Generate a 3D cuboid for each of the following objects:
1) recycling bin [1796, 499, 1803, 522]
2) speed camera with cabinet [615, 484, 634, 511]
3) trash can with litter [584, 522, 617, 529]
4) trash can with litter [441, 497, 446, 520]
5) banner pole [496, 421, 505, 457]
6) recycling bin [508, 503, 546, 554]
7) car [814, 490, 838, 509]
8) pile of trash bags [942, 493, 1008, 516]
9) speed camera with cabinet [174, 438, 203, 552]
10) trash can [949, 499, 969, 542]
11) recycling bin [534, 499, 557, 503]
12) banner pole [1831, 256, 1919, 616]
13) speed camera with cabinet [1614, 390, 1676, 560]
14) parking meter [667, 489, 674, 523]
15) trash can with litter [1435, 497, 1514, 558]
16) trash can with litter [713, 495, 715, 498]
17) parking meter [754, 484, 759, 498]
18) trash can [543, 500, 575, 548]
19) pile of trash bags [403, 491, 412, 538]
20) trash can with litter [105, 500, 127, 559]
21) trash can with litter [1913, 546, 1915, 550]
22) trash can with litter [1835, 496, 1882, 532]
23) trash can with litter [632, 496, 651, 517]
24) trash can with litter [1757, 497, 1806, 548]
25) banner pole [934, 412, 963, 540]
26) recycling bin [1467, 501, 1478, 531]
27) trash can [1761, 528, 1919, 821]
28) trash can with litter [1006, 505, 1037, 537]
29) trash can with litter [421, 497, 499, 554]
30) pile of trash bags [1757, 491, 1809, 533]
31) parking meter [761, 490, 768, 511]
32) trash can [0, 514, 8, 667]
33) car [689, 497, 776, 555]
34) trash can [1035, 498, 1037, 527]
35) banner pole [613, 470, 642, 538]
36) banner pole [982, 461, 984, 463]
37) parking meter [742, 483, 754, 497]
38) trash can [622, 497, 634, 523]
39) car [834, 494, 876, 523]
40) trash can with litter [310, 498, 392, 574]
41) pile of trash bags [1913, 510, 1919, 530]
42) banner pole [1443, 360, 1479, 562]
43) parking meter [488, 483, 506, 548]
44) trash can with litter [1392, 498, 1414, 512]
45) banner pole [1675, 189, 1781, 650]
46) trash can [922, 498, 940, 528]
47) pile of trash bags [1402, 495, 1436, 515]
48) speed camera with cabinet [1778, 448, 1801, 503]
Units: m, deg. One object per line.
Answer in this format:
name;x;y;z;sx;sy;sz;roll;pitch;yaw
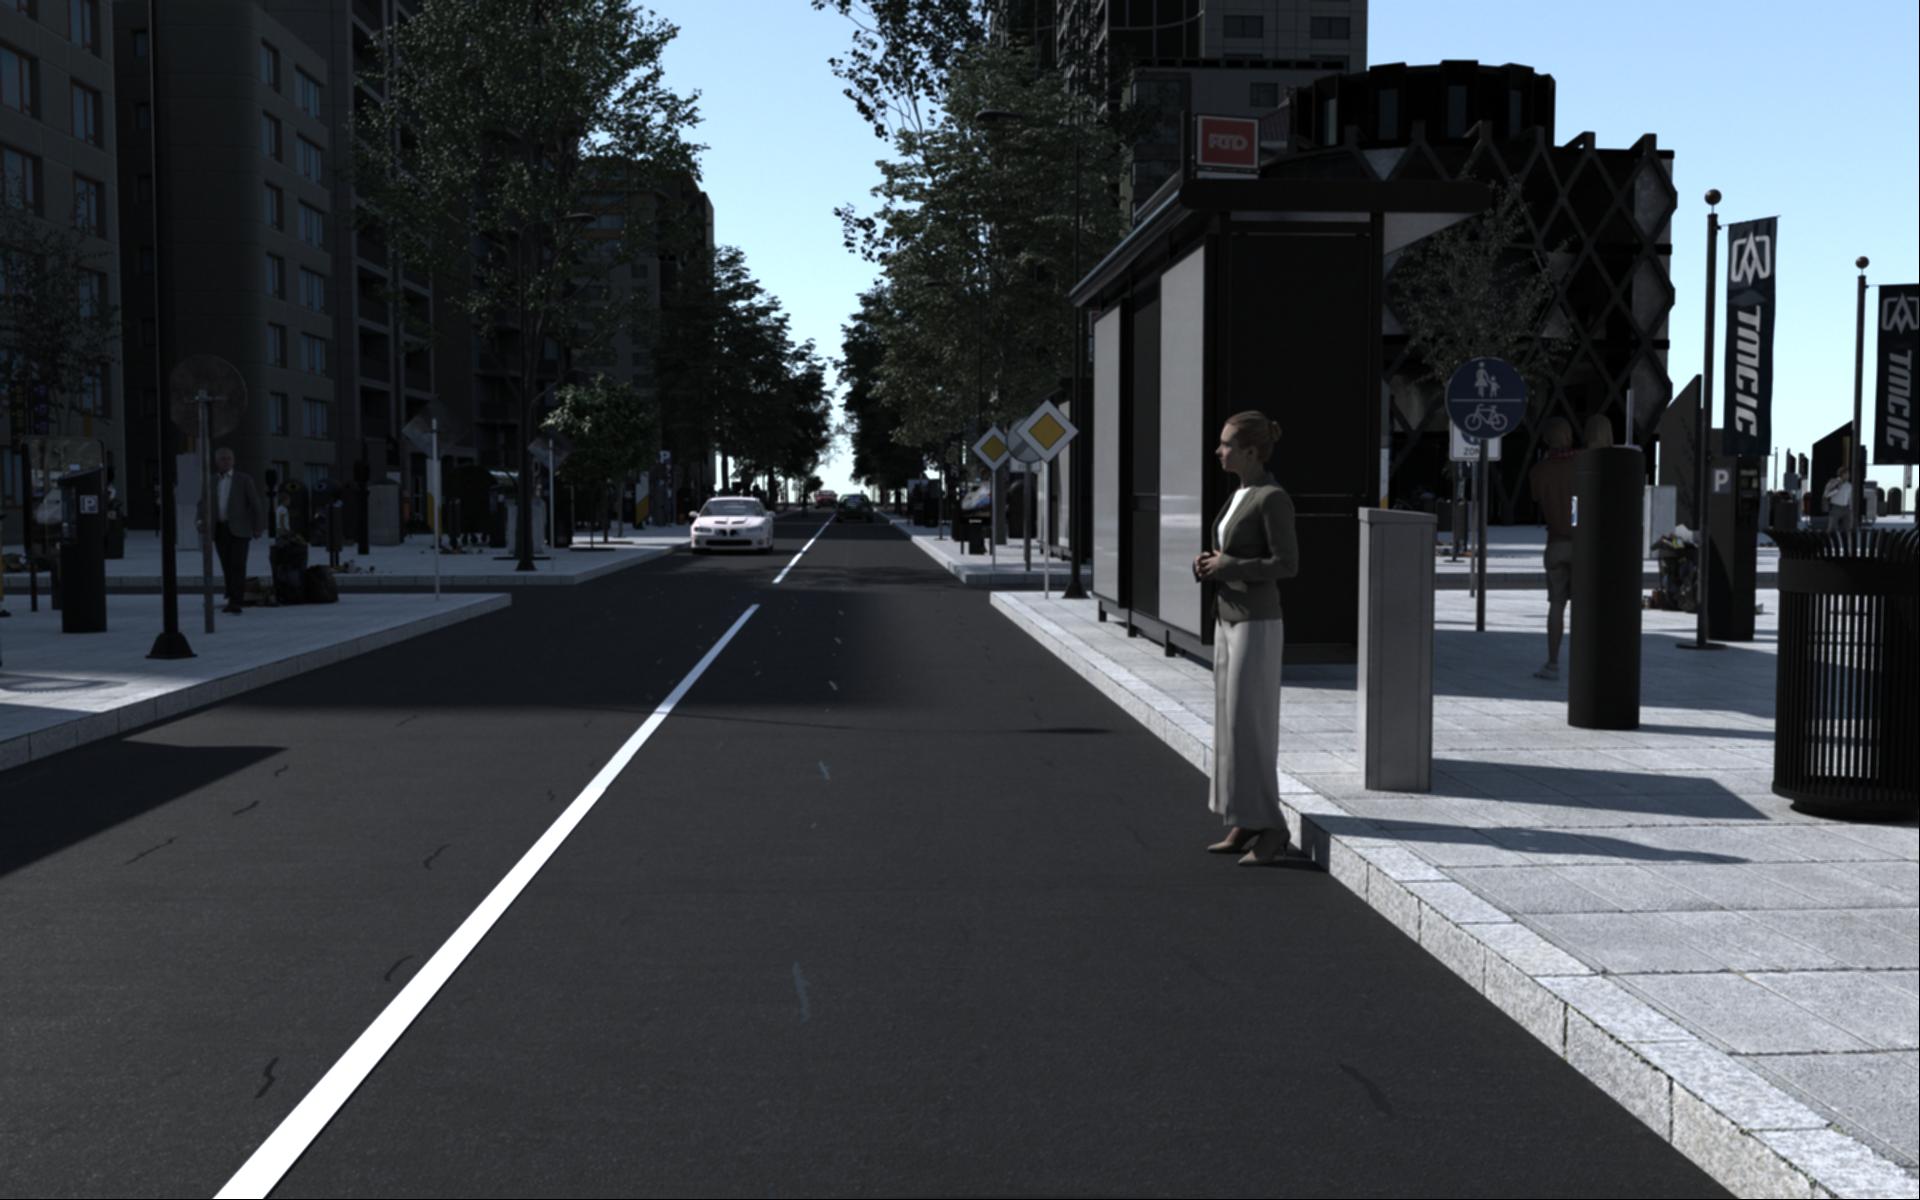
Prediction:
recycling bin;39.014;-4.191;81.072;0.722;1.027;0.722;2;4;29
speed camera with cabinet;-19.689;-6.545;101.340;0.660;3.252;2.038;1;4;13
trash can with litter;-13.806;-3.277;64.640;1.678;1.210;2.233;-2;4;-23
trash can with litter;-20.448;-3.535;69.182;1.055;1.170;0.624;3;5;43
banner pole;-15.756;-4.250;59.505;0.401;3.779;0.863;-2;4;-34
recycling bin;-9.355;-1.519;37.385;0.722;1.027;0.722;-1;4;-9
car;-12.918;-9.716;167.535;2.281;1.827;5.304;0;4;-2
pile of trash bags;0.816;-5.139;93.767;3.447;1.369;1.912;-2;4;-27
speed camera with cabinet;-17.368;-2.732;39.001;0.660;3.252;2.038;-2;4;-26
trash can;0.066;-2.154;46.870;0.748;1.137;0.748;0;3;0
recycling bin;-17.106;-3.617;71.691;0.722;1.027;0.722;-2;4;-30
banner pole;9.719;-1.728;18.268;0.863;3.779;0.401;1;4;21
speed camera with cabinet;13.099;-2.394;33.483;2.038;3.252;0.660;-3;5;-40
parking meter;-12.946;-4.201;77.098;0.372;1.533;0.369;0;3;0
trash can with litter;10.347;-1.515;35.820;1.678;1.210;2.233;0;4;-3
trash can with litter;-12.573;-4.879;90.832;2.233;1.210;1.678;0;4;-8
parking meter;-12.139;-5.945;102.911;0.399;1.863;0.255;-1;4;-21
trash can;-9.559;-1.814;41.313;0.748;1.137;0.748;0;3;0
pile of trash bags;-17.071;-2.520;50.953;1.912;1.369;3.447;-3;5;-45
trash can with litter;-17.036;-1.397;34.229;1.055;1.170;0.624;0;4;7
trash can with litter;22.219;-1.693;38.732;1.678;1.210;2.233;-3;5;-44
trash can with litter;30.660;-2.921;58.811;1.678;1.210;2.233;-2;4;-35
trash can with litter;-17.215;-5.002;93.177;1.055;1.170;0.624;-2;4;-32
trash can with litter;19.630;-1.896;42.059;2.233;1.210;1.678;2;4;34
banner pole;-0.306;-3.574;48.452;0.863;3.779;0.401;0;4;1
recycling bin;17.830;-2.903;60.020;0.722;1.027;0.722;2;4;29
trash can;3.621;0.286;6.973;0.748;1.137;0.748;0;3;0
trash can with litter;1.897;-2.476;51.871;1.055;1.170;0.624;-3;5;-42
trash can with litter;-10.866;-1.629;37.686;1.678;1.210;2.233;-1;4;-13
pile of trash bags;26.221;-2.963;58.199;3.447;1.369;1.912;0;4;-4
parking meter;-11.446;-5.689;101.433;0.372;1.533;0.369;0;3;0
trash can;-7.072;-0.029;12.123;0.748;1.137;0.748;0;3;0
car;-5.569;-1.851;42.632;2.083;1.381;4.827;0;4;-4
trash can;2.452;-3.111;62.520;0.748;1.137;0.748;0;3;0
banner pole;-9.774;-3.717;50.785;0.863;3.779;0.401;-1;4;-17
banner pole;0.811;-4.774;68.070;0.863;3.779;0.401;1;4;13
parking meter;-11.453;-5.333;92.901;0.399;1.863;0.255;2;4;29
trash can;-14.721;-3.992;76.915;0.748;1.137;0.748;0;3;0
car;-5.258;-4.570;86.523;2.131;1.459;4.920;0;4;-2
trash can with litter;-10.177;-1.075;28.635;1.678;1.210;2.233;-1;4;-11
pile of trash bags;34.720;-3.149;61.237;1.912;1.369;3.447;3;4;39
banner pole;9.431;-2.588;32.338;0.401;3.779;0.863;-2;4;-29
parking meter;-11.023;-2.009;41.265;0.372;1.533;0.369;0;3;0
trash can with litter;12.423;-2.215;47.610;1.055;1.170;0.624;1;4;11
banner pole;6.285;-1.475;14.129;0.401;3.779;0.863;-2;4;-25
trash can;-1.106;-3.349;66.411;0.748;1.137;0.748;0;3;0
pile of trash bags;16.757;-3.433;65.888;3.447;1.369;1.912;1;4;10
speed camera with cabinet;35.455;-4.874;74.027;0.660;3.252;2.038;2;4;35
